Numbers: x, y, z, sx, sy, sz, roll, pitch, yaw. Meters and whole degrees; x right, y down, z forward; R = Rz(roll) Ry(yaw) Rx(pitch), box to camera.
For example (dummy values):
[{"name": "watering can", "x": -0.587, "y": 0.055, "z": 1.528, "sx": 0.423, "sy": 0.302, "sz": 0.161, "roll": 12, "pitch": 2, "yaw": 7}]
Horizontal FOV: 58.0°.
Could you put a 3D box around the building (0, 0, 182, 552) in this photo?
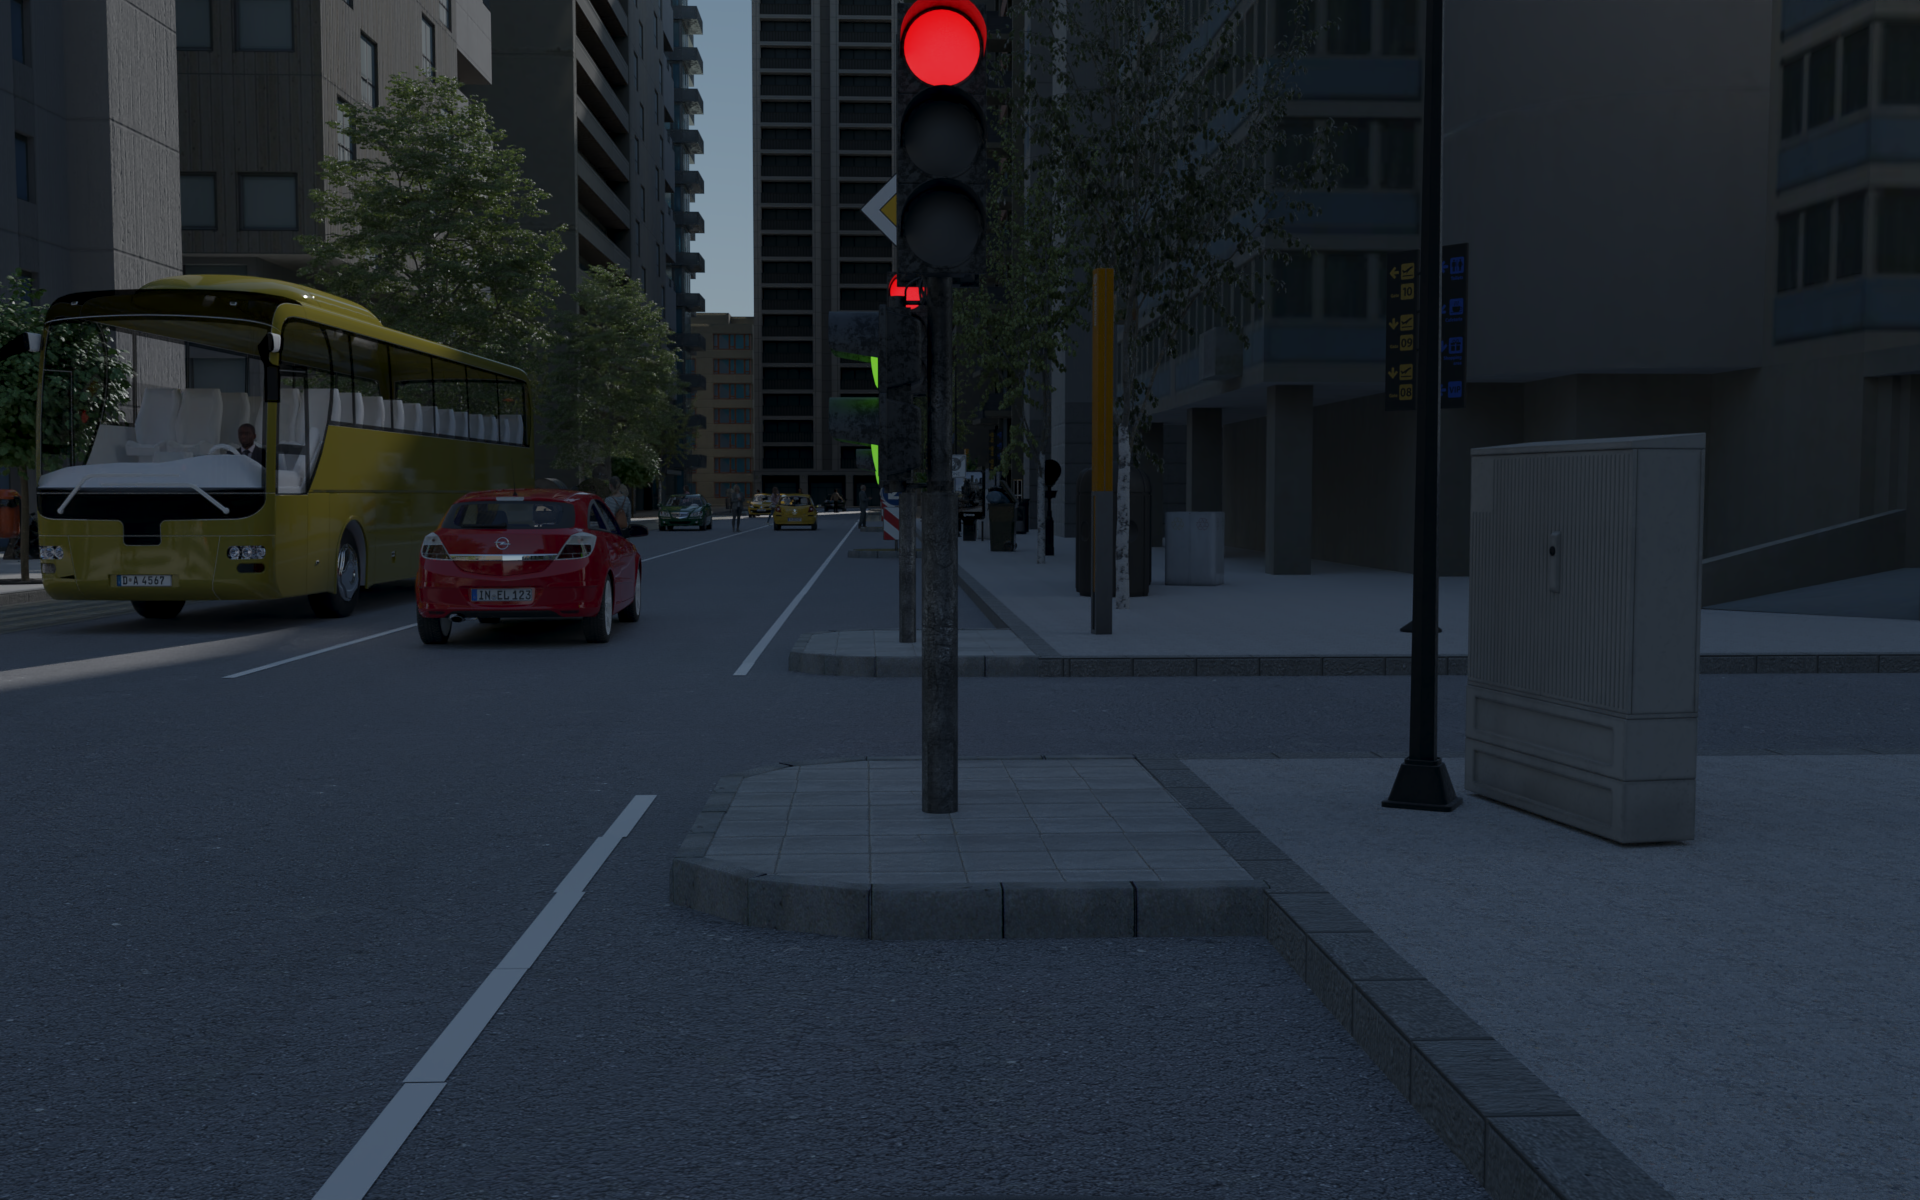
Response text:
[{"name": "building", "x": -29.782, "y": -29.764, "z": 28.636, "sx": 21.231, "sy": 58.520, "sz": 28.212, "roll": 0, "pitch": 4, "yaw": -3}]

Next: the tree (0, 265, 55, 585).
[{"name": "tree", "x": -13.562, "y": -2.522, "z": 24.952, "sx": 4.285, "sy": 4.588, "sz": 4.351, "roll": 0, "pitch": 3, "yaw": 0}]

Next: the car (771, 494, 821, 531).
[{"name": "car", "x": -6.583, "y": -3.625, "z": 69.488, "sx": 2.015, "sy": 1.641, "sz": 3.980, "roll": 0, "pitch": 4, "yaw": -4}]

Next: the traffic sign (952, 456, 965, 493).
[{"name": "traffic sign", "x": -0.144, "y": -2.634, "z": 45.202, "sx": 0.606, "sy": 2.300, "sz": 0.079, "roll": 0, "pitch": 4, "yaw": 3}]

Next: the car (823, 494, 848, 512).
[{"name": "car", "x": -10.262, "y": -8.119, "z": 142.524, "sx": 2.009, "sy": 1.686, "sz": 4.222, "roll": 0, "pitch": 4, "yaw": -2}]

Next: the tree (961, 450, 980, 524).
[{"name": "tree", "x": 0.474, "y": -4.921, "z": 75.054, "sx": 1.663, "sy": 3.219, "sz": 1.824, "roll": 0, "pitch": 3, "yaw": 0}]

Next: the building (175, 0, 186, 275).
[{"name": "building", "x": -33.486, "y": -29.066, "z": 64.465, "sx": 28.713, "sy": 52.752, "sz": 27.495, "roll": 0, "pitch": 4, "yaw": -3}]

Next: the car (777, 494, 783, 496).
[{"name": "car", "x": -12.424, "y": -6.659, "z": 119.105, "sx": 2.015, "sy": 1.641, "sz": 3.980, "roll": 0, "pitch": 4, "yaw": -3}]

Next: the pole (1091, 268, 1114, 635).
[{"name": "pole", "x": 1.297, "y": -1.342, "z": 15.783, "sx": 0.158, "sy": 3.312, "sz": 0.155, "roll": 0, "pitch": 3, "yaw": 0}]

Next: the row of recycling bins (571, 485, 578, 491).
[{"name": "row of recycling bins", "x": -17.358, "y": -4.514, "z": 80.918, "sx": 3.534, "sy": 1.692, "sz": 1.069, "roll": -1, "pitch": 4, "yaw": -23}]

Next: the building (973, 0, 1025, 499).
[{"name": "building", "x": 12.140, "y": -27.541, "z": 104.917, "sx": 22.147, "sy": 44.769, "sz": 28.867, "roll": 0, "pitch": 4, "yaw": -3}]

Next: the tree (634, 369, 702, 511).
[{"name": "tree", "x": -17.129, "y": -9.150, "z": 99.960, "sx": 4.737, "sy": 8.622, "sz": 4.395, "roll": 0, "pitch": 3, "yaw": 0}]

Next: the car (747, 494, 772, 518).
[{"name": "car", "x": -12.106, "y": -5.916, "z": 106.948, "sx": 2.015, "sy": 1.641, "sz": 3.980, "roll": 0, "pitch": 4, "yaw": -2}]

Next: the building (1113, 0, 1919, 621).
[{"name": "building", "x": 15.890, "y": -20.833, "z": 32.505, "sx": 23.993, "sy": 40.220, "sz": 32.217, "roll": 0, "pitch": 4, "yaw": -3}]

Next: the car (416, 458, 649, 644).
[{"name": "car", "x": -4.384, "y": -0.552, "z": 18.067, "sx": 2.155, "sy": 1.783, "sz": 4.494, "roll": 0, "pitch": 4, "yaw": -5}]

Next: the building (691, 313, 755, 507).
[{"name": "building", "x": -36.122, "y": -21.037, "z": 188.995, "sx": 28.899, "sy": 21.520, "sz": 27.650, "roll": 0, "pitch": 4, "yaw": -3}]

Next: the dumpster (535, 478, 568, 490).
[{"name": "dumpster", "x": -15.214, "y": -3.551, "z": 63.811, "sx": 1.264, "sy": 1.857, "sz": 1.865, "roll": 0, "pitch": 4, "yaw": -3}]

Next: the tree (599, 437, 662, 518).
[{"name": "tree", "x": -17.779, "y": -6.711, "z": 93.436, "sx": 4.285, "sy": 4.588, "sz": 4.351, "roll": 0, "pitch": 3, "yaw": 0}]

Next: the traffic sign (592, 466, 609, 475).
[{"name": "traffic sign", "x": -16.209, "y": -4.766, "z": 78.022, "sx": 0.768, "sy": 2.556, "sz": 0.104, "roll": 0, "pitch": 4, "yaw": 7}]

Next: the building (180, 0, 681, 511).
[{"name": "building", "x": -35.061, "y": -32.665, "z": 123.306, "sx": 28.713, "sy": 52.752, "sz": 27.495, "roll": 0, "pitch": 4, "yaw": -3}]

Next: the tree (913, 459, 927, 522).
[{"name": "tree", "x": -1.448, "y": -5.283, "z": 80.974, "sx": 1.663, "sy": 3.219, "sz": 1.824, "roll": 0, "pitch": 3, "yaw": 0}]

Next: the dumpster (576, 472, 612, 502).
[{"name": "dumpster", "x": -15.877, "y": -4.466, "z": 75.507, "sx": 1.502, "sy": 2.255, "sz": 1.985, "roll": 0, "pitch": 4, "yaw": -3}]

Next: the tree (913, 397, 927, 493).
[{"name": "tree", "x": -2.389, "y": -9.376, "z": 103.667, "sx": 4.360, "sy": 8.622, "sz": 3.978, "roll": 0, "pitch": 3, "yaw": 0}]

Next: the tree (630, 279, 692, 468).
[{"name": "tree", "x": -17.003, "y": -10.234, "z": 85.450, "sx": 7.486, "sy": 12.596, "sz": 7.792, "roll": 0, "pitch": 3, "yaw": 0}]

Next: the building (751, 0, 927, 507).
[{"name": "building", "x": -11.226, "y": -45.674, "z": 185.018, "sx": 20.611, "sy": 71.187, "sz": 20.563, "roll": 0, "pitch": 4, "yaw": -3}]

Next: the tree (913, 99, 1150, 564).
[{"name": "tree", "x": 1.259, "y": -4.978, "z": 31.750, "sx": 4.737, "sy": 8.622, "sz": 4.395, "roll": 0, "pitch": 3, "yaw": 0}]

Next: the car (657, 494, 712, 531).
[{"name": "car", "x": -10.902, "y": -3.494, "z": 68.922, "sx": 2.131, "sy": 1.459, "sz": 4.920, "roll": 0, "pitch": 4, "yaw": -3}]

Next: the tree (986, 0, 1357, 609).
[{"name": "tree", "x": 2.054, "y": -4.207, "z": 19.153, "sx": 4.360, "sy": 8.622, "sz": 3.978, "roll": 0, "pitch": 3, "yaw": 0}]

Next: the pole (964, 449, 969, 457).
[{"name": "pole", "x": 0.294, "y": -5.155, "z": 78.131, "sx": 0.158, "sy": 3.312, "sz": 0.155, "roll": 0, "pitch": 3, "yaw": 0}]

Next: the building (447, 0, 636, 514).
[{"name": "building", "x": -31.034, "y": -29.076, "z": 99.094, "sx": 21.300, "sy": 48.544, "sz": 21.600, "roll": 0, "pitch": 4, "yaw": -3}]

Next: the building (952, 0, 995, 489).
[{"name": "building", "x": 8.941, "y": -32.332, "z": 152.337, "sx": 21.300, "sy": 48.544, "sz": 21.600, "roll": 0, "pitch": 4, "yaw": -3}]

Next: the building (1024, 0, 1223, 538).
[{"name": "building", "x": 12.900, "y": -31.899, "z": 63.544, "sx": 21.231, "sy": 58.520, "sz": 28.212, "roll": 0, "pitch": 4, "yaw": -3}]

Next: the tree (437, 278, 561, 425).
[{"name": "tree", "x": -15.296, "y": -6.493, "z": 56.519, "sx": 4.737, "sy": 8.622, "sz": 4.395, "roll": 0, "pitch": 3, "yaw": 0}]

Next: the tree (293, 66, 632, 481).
[{"name": "tree", "x": -14.037, "y": -7.855, "z": 46.564, "sx": 7.486, "sy": 12.596, "sz": 7.792, "roll": 0, "pitch": 3, "yaw": 0}]

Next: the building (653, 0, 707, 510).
[{"name": "building", "x": -37.717, "y": -32.363, "z": 148.741, "sx": 30.456, "sy": 49.044, "sz": 23.786, "roll": 0, "pitch": 4, "yaw": -3}]
